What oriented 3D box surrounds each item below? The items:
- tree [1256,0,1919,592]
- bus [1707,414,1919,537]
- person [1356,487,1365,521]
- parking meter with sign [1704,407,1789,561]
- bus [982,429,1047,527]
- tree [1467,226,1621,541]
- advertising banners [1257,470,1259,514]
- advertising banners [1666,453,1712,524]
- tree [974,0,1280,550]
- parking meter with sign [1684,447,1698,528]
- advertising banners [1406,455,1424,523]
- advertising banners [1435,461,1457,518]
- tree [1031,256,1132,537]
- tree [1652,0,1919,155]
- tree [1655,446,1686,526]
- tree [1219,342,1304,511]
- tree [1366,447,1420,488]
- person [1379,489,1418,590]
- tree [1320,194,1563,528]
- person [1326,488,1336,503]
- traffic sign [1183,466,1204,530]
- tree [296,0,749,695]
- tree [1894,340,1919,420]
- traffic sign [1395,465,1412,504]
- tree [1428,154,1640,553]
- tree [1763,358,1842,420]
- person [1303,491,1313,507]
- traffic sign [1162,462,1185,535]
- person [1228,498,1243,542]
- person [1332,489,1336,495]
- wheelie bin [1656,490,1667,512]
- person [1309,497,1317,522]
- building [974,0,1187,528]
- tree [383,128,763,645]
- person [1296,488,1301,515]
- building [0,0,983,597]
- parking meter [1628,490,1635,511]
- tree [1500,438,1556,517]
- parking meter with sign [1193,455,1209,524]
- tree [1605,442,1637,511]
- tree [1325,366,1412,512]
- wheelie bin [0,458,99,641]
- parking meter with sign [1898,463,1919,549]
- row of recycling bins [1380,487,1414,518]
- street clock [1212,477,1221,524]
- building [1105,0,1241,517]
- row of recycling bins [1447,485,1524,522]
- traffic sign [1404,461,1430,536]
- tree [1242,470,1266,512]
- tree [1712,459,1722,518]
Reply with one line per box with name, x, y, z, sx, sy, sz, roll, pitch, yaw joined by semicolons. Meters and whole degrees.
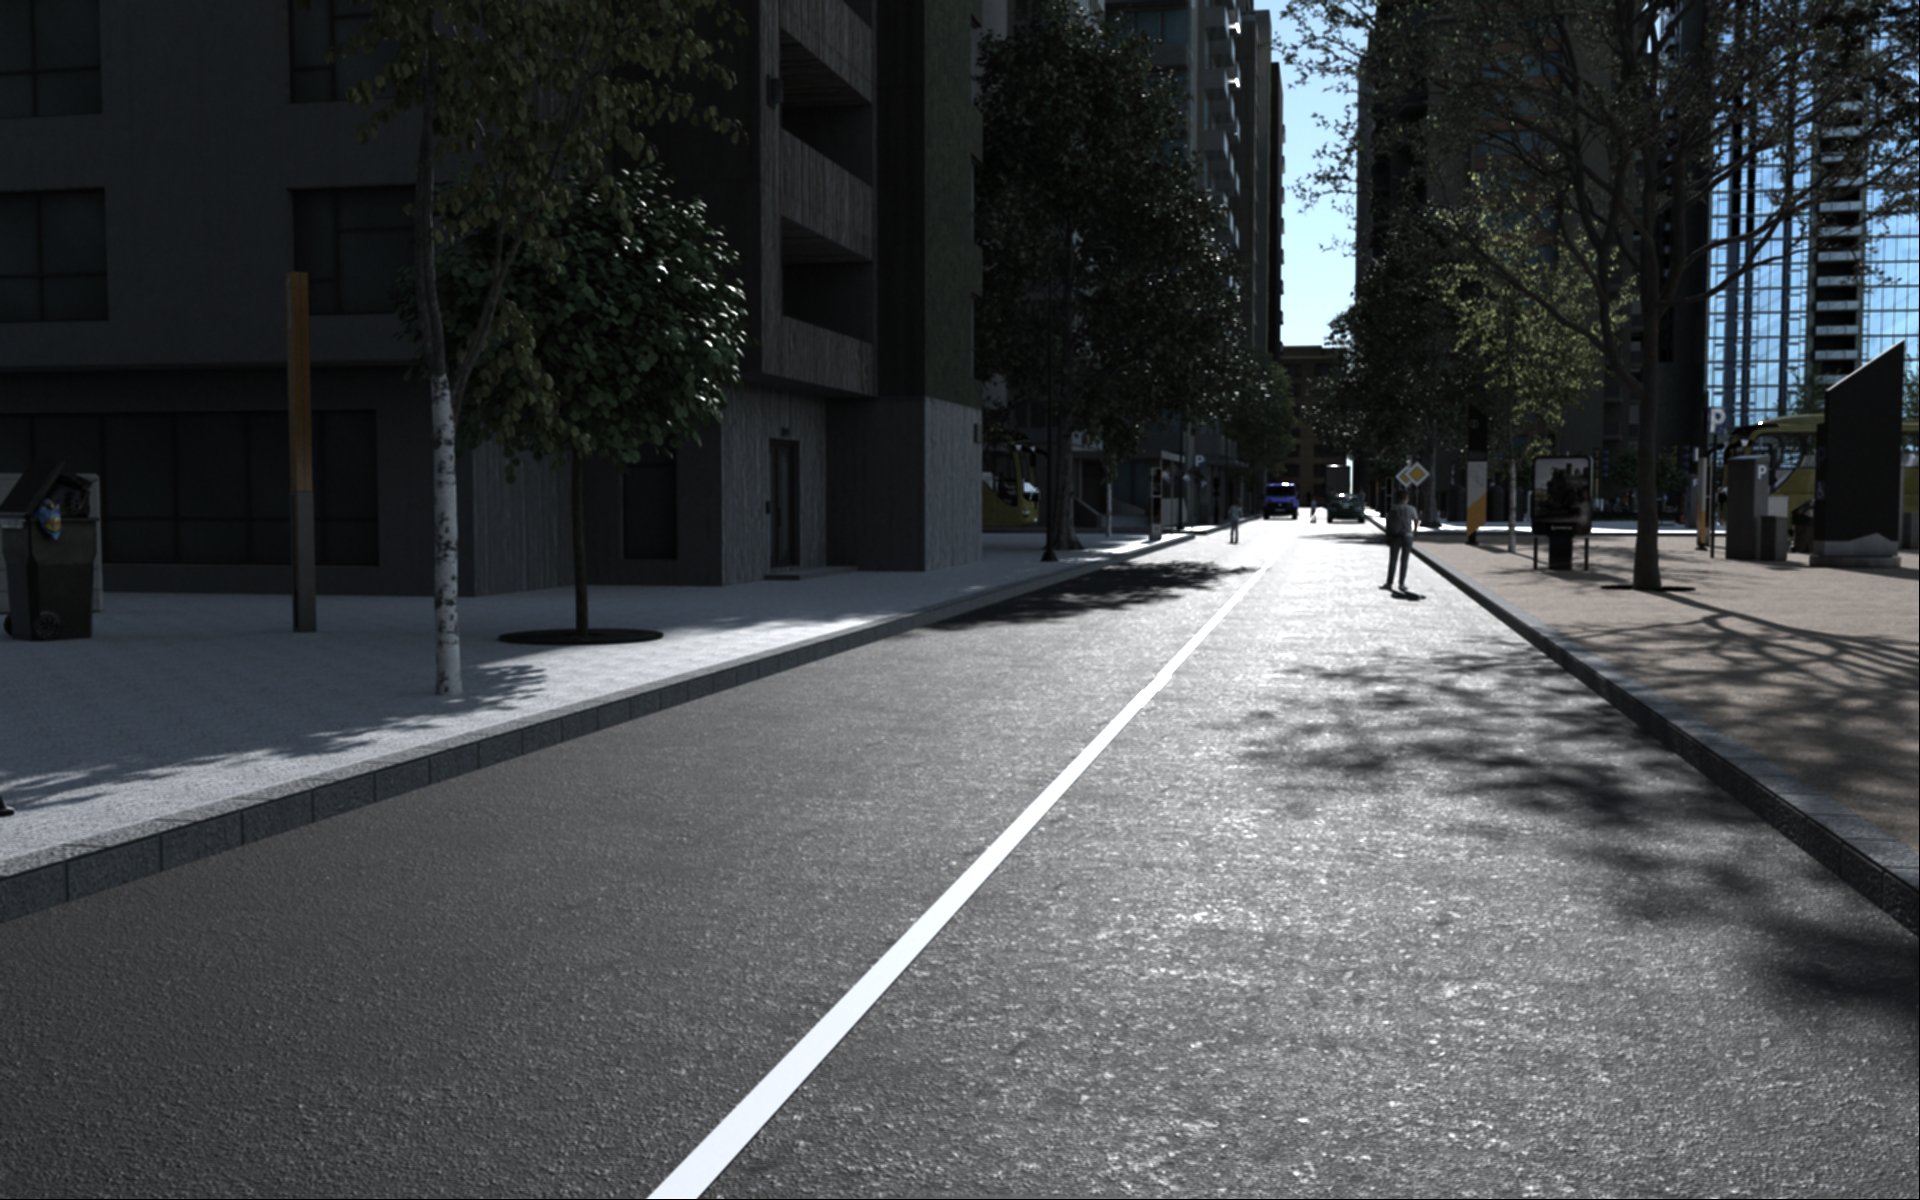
tree;9.051;-6.875;22.782;12.009;13.543;11.850;0;3;0
bus;29.581;-3.754;52.927;12.252;3.916;2.896;1;4;12
person;21.450;-5.146;92.811;0.511;1.800;0.466;3;4;36
parking meter with sign;15.442;-2.306;33.957;0.543;3.016;1.738;-1;4;-23
bus;-3.124;-4.214;60.442;12.252;3.916;2.896;1;4;13
tree;16.237;-5.956;47.744;4.737;8.622;4.395;0;3;0
advertising banners;19.360;-7.111;112.454;0.090;3.025;2.074;1;4;8
advertising banners;30.826;-4.731;73.539;2.074;3.025;0.090;1;4;17
tree;2.507;-7.501;39.645;9.611;12.733;9.660;0;3;0
parking meter with sign;27.501;-4.193;64.819;0.543;3.016;1.738;1;4;11
advertising banners;20.423;-4.964;77.357;0.090;3.025;2.074;3;5;44
advertising banners;25.625;-5.846;91.775;0.090;3.025;2.074;-1;4;-22
tree;4.226;-6.188;51.542;4.737;8.622;4.395;0;3;0
tree;5.193;-4.451;7.179;8.767;10.594;7.601;3;5;43
tree;28.602;-4.624;70.199;1.663;3.219;1.824;0;3;0
tree;22.108;-12.943;129.750;7.486;12.596;7.792;0;3;0
tree;25.172;-7.077;99.429;4.285;4.588;4.351;0;3;0
person;6.575;-0.909;25.961;0.503;1.515;0.523;-1;4;-16
tree;18.082;-9.130;66.288;9.611;12.733;9.660;0;3;0
person;21.331;-5.555;99.513;0.473;1.802;0.592;0;4;-3
traffic sign;8.327;-3.568;61.975;0.795;2.450;0.064;1;4;12
tree;-3.044;-3.701;10.878;4.737;8.622;4.395;0;3;0
tree;45.360;-8.070;82.314;4.737;8.622;4.395;0;3;0
traffic sign;15.551;-3.471;60.401;0.795;2.450;0.064;1;4;12
tree;12.274;-5.332;37.545;4.360;8.622;3.978;0;3;0
tree;46.083;-8.821;94.584;4.737;8.622;4.395;0;3;0
person;39.889;-11.589;198.121;1.348;1.807;0.705;0;4;-1
traffic sign;6.642;-3.090;54.169;0.795;2.450;0.064;1;4;12
person;8.234;-2.392;51.883;0.425;1.301;0.394;0;4;-6
person;28.259;-7.463;130.765;0.600;1.795;0.529;0;4;-2
wheelie bin;34.663;-4.780;86.059;0.980;1.594;0.693;3;4;36
person;17.903;-4.592;87.862;0.394;1.301;0.425;3;4;37
building;-6.648;-23.491;75.965;32.217;40.220;23.993;1;4;12
tree;-3.390;-1.936;15.366;4.285;4.588;4.351;0;3;0
person;22.824;-6.642;117.187;0.616;1.811;0.778;0;4;-7
building;-7.882;-15.622;27.123;14.160;30.474;14.107;1;4;12
parking meter;44.209;-6.463;114.074;0.372;1.533;0.369;0;3;0
tree;31.658;-6.897;96.483;4.285;4.588;4.351;0;3;0
parking meter with sign;10.597;-4.862;75.757;0.543;3.016;1.738;0;4;-1
tree;42.717;-7.719;109.921;4.285;4.588;4.351;0;3;0
tree;29.897;-12.088;123.394;9.928;11.665;9.643;0;3;0
wheelie bin;-8.104;-0.459;15.419;0.980;1.594;0.693;3;5;40
parking meter with sign;21.477;-2.680;40.078;1.738;3.016;0.543;-1;4;-22
row of recycling bins;24.383;-5.406;95.497;3.534;1.692;1.069;-3;5;-40
street clock;10.877;-4.213;73.448;0.358;2.002;0.471;1;4;15
building;5.937;-29.929;108.955;23.786;49.044;30.456;1;4;12
row of recycling bins;24.449;-4.488;80.497;3.534;1.692;1.069;0;4;-4
traffic sign;13.866;-2.994;52.595;0.795;2.450;0.064;1;4;12
tree;21.173;-7.945;124.508;1.663;3.219;1.824;0;3;0
tree;41.365;-6.118;94.639;1.663;3.219;1.824;0;3;0
